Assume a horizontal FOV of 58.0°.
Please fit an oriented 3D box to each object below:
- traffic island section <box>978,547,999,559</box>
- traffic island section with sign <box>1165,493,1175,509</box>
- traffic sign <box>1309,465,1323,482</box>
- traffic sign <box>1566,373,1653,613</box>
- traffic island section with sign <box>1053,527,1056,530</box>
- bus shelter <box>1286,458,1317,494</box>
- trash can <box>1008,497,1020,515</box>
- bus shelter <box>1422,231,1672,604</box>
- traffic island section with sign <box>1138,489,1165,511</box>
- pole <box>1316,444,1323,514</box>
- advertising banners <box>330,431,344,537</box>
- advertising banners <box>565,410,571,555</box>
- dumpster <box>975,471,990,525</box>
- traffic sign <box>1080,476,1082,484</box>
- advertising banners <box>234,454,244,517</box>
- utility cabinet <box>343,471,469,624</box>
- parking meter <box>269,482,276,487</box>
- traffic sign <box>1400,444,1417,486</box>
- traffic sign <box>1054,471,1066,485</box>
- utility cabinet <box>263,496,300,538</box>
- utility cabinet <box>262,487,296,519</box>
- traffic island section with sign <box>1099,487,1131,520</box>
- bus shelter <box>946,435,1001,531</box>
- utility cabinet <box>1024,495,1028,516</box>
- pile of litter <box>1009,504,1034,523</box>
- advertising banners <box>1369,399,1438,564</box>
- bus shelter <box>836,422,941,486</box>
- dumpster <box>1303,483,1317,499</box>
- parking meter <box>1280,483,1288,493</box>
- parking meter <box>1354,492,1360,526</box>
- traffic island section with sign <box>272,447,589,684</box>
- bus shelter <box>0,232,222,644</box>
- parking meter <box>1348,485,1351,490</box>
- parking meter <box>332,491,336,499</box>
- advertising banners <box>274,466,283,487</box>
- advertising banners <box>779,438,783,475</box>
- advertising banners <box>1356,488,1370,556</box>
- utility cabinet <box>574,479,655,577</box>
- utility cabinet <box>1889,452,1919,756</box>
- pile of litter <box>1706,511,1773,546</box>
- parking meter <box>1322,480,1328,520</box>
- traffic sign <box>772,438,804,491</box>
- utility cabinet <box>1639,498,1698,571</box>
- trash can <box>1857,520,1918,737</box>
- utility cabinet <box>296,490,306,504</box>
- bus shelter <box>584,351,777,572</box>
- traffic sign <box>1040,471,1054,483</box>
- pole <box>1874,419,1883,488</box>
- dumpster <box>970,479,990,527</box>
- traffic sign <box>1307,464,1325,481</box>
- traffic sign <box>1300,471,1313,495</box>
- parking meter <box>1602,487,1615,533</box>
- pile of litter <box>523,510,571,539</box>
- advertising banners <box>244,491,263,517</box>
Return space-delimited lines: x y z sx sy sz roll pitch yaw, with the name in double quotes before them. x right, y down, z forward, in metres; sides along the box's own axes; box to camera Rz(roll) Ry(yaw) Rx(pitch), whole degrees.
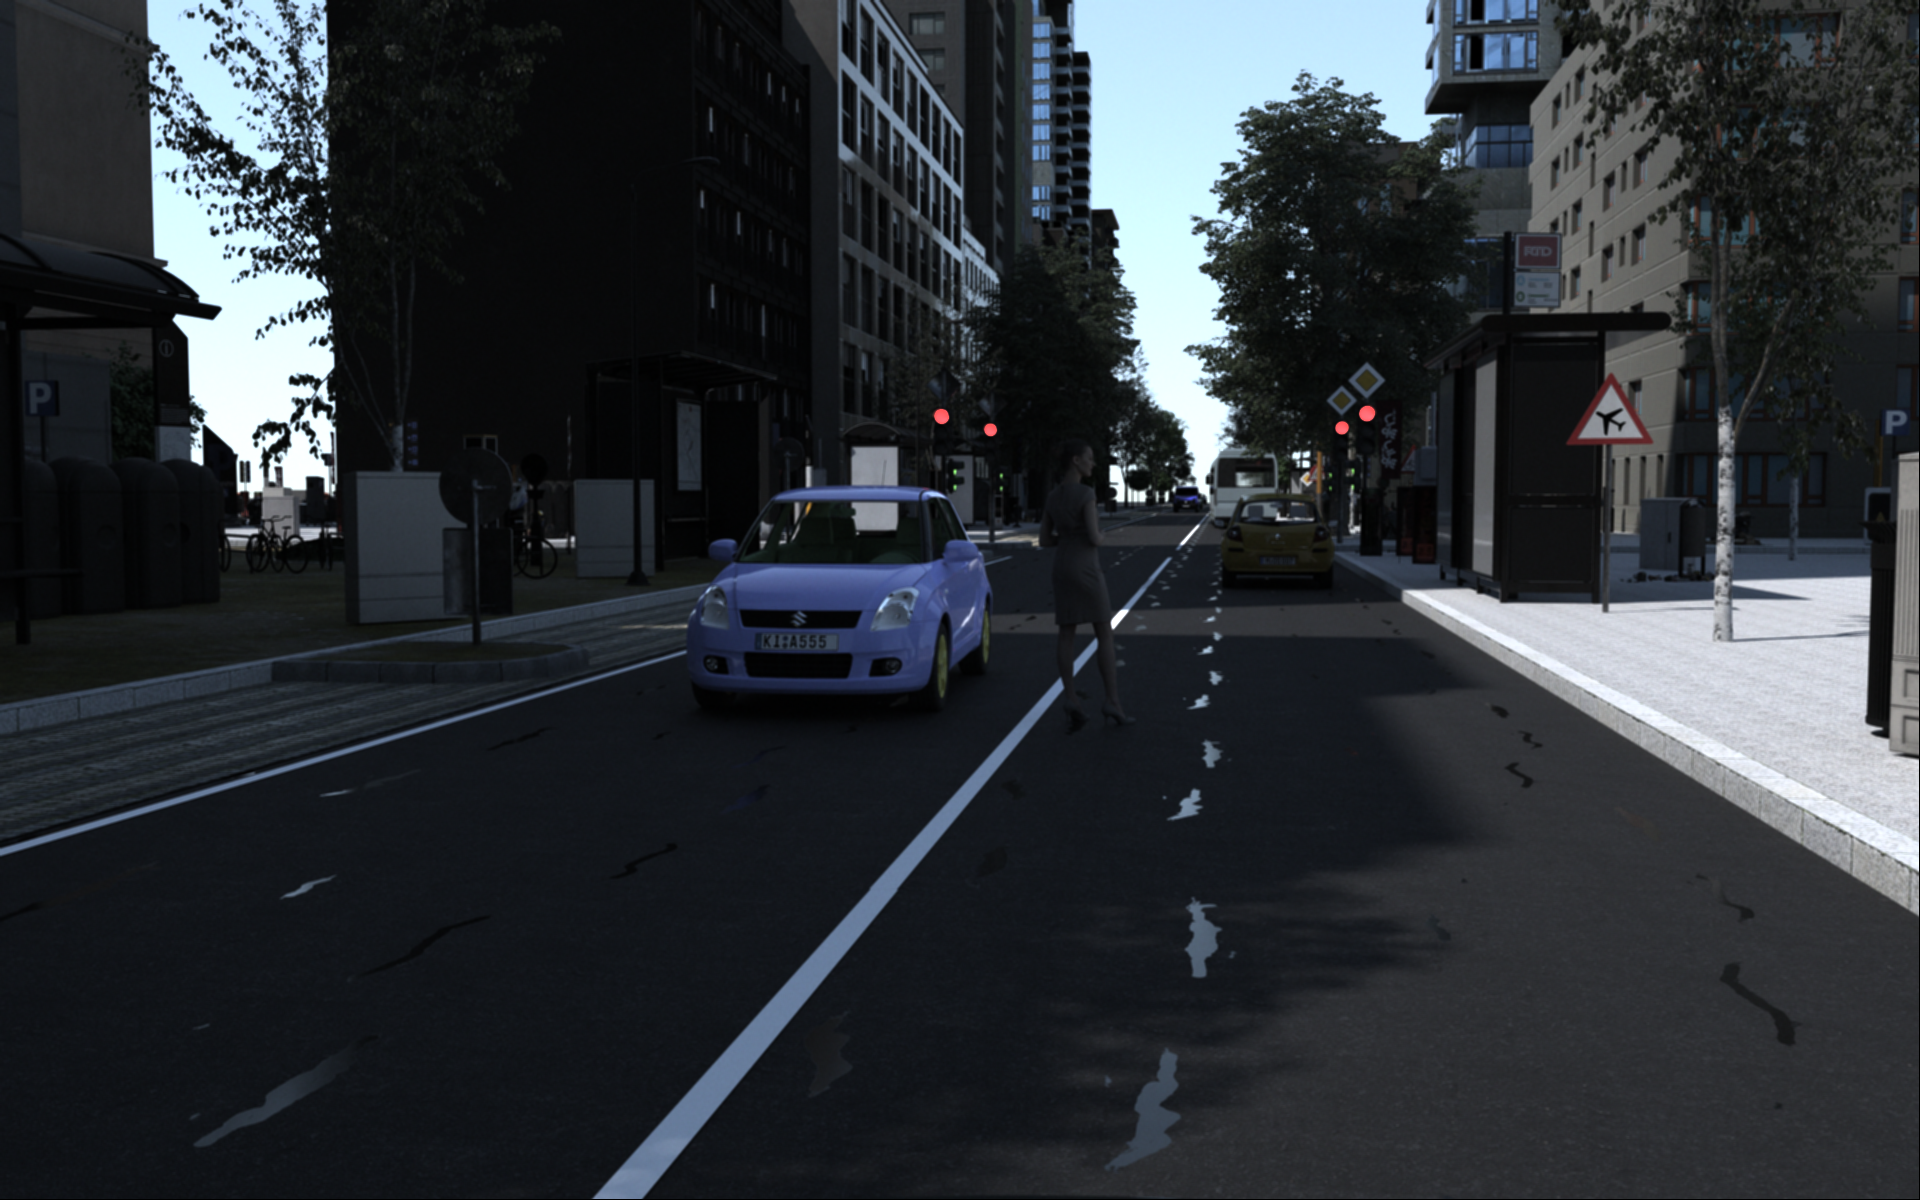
"traffic island section" -0.379 -0.985 38.389 2.009 0.180 2.903 1 4 9
"traffic island section with sign" 19.943 -9.923 170.864 1.989 1.847 2.006 1 4 9
"traffic sign" 15.455 -4.562 74.702 0.768 2.556 0.104 1 4 17
"traffic sign" 6.989 -1.142 18.680 0.884 2.594 0.081 1 4 13
"traffic island section with sign" 4.267 -3.673 68.688 1.989 1.847 2.006 1 4 9
"bus shelter" 19.789 -6.454 99.439 2.014 3.302 5.546 1 4 9
"trash can" 2.597 -4.520 85.555 0.748 1.137 0.748 0 3 0
"bus shelter" 7.781 -2.856 24.321 2.179 5.291 8.768 1 4 9
"traffic island section with sign" 15.830 -8.286 144.110 1.989 1.847 2.006 1 4 9
"pole" 13.773 -4.436 66.364 0.158 3.312 0.155 0 3 0
"advertising banners" -17.682 -3.247 49.282 0.090 3.025 2.074 -1 4 -9
"advertising banners" -8.363 -2.495 36.985 0.090 3.025 2.074 -1 4 -15
"dumpster" 0.757 -4.255 72.055 1.502 2.255 1.985 1 4 9
"traffic sign" 6.204 -5.520 92.383 0.606 2.300 0.079 1 4 18
"advertising banners" -31.736 -4.765 74.098 0.090 3.025 2.074 2 4 31
"utility cabinet" -5.543 -0.530 17.338 1.173 1.500 0.318 -3 5 -45
"parking meter" -33.519 -4.817 84.461 0.255 1.863 0.399 -1 4 -12
"traffic sign" 11.850 -2.770 45.285 0.884 2.594 0.081 1 4 17
"traffic sign" 5.528 -5.781 94.630 0.768 2.556 0.104 1 4 12
"utility cabinet" -19.990 -2.439 51.041 1.020 1.237 0.306 1 4 12
"utility cabinet" -21.882 -2.868 55.566 1.173 1.500 0.318 3 4 36
"traffic island section with sign" 8.393 -5.318 95.569 1.989 1.847 2.006 1 4 9
"bus shelter" 0.122 -4.199 62.573 2.014 3.302 5.546 1 4 9
"utility cabinet" 4.283 -5.548 101.872 1.020 1.237 0.306 3 4 37
"pile of litter" 2.866 -3.953 78.593 1.719 0.858 1.176 -3 5 -43
"advertising banners" 8.564 -2.171 31.686 2.074 3.025 0.090 2 4 35
"bus shelter" -2.069 -3.512 51.352 2.014 3.302 5.546 1 4 9
"dumpster" 18.432 -5.142 89.831 1.264 1.857 1.865 1 4 9
"parking meter" 17.620 -5.420 94.327 0.255 1.863 0.399 -2 4 -35
"parking meter" 15.888 -3.741 69.574 0.372 1.533 0.369 0 3 0
"traffic island section with sign" -4.119 -0.327 13.973 1.989 1.847 2.006 1 4 9
"bus shelter" -7.680 -1.117 12.188 2.014 3.302 5.546 1 4 9
"parking meter" 21.073 -5.405 94.079 0.255 1.863 0.399 1 4 20
"parking meter" -43.881 -6.925 121.631 0.372 1.533 0.369 0 3 0
"advertising banners" -42.290 -6.934 109.561 2.074 3.025 0.090 -3 4 -36
"advertising banners" -6.306 -3.576 54.659 2.074 3.025 0.090 3 5 41
"advertising banners" 9.258 -2.425 35.833 2.074 3.025 0.090 0 4 2
"utility cabinet" -5.292 -1.092 26.530 1.173 1.500 0.318 -1 4 -18
"utility cabinet" 4.905 0.043 7.971 0.318 1.500 1.173 -1 4 -22
"pile of litter" 19.595 -1.817 43.668 1.176 0.858 1.719 -1 4 -20
"parking meter" 14.790 -3.951 70.310 0.255 1.863 0.399 1 4 10
"traffic sign" -3.899 -2.391 39.201 0.768 2.556 0.104 1 4 16
"utility cabinet" 11.974 -1.110 29.315 0.306 1.237 1.020 -1 4 -21
"trash can" 5.118 0.156 9.099 0.748 1.137 0.748 0 3 0
"utility cabinet" -36.187 -5.239 94.332 0.318 1.500 1.173 2 4 25
"bus shelter" -4.951 -2.469 31.645 1.731 3.624 6.357 1 4 9
"traffic sign" 4.566 -5.550 90.851 0.768 2.556 0.104 1 4 18
"pole" 25.107 -3.274 47.375 0.158 3.312 0.155 0 3 0
"dumpster" 0.758 -3.831 68.401 1.264 1.857 1.865 1 4 9
"traffic sign" 14.699 -4.354 71.197 0.884 2.594 0.081 1 4 13
"traffic sign" 17.391 -5.231 86.715 0.795 2.450 0.064 1 4 11
"parking meter" 21.676 -3.027 57.899 0.372 1.533 0.369 0 3 0
"pile of litter" -12.015 -2.182 49.634 1.719 0.858 1.176 1 4 22
"advertising banners" -40.028 -6.163 96.959 2.074 3.025 0.090 0 4 -2
